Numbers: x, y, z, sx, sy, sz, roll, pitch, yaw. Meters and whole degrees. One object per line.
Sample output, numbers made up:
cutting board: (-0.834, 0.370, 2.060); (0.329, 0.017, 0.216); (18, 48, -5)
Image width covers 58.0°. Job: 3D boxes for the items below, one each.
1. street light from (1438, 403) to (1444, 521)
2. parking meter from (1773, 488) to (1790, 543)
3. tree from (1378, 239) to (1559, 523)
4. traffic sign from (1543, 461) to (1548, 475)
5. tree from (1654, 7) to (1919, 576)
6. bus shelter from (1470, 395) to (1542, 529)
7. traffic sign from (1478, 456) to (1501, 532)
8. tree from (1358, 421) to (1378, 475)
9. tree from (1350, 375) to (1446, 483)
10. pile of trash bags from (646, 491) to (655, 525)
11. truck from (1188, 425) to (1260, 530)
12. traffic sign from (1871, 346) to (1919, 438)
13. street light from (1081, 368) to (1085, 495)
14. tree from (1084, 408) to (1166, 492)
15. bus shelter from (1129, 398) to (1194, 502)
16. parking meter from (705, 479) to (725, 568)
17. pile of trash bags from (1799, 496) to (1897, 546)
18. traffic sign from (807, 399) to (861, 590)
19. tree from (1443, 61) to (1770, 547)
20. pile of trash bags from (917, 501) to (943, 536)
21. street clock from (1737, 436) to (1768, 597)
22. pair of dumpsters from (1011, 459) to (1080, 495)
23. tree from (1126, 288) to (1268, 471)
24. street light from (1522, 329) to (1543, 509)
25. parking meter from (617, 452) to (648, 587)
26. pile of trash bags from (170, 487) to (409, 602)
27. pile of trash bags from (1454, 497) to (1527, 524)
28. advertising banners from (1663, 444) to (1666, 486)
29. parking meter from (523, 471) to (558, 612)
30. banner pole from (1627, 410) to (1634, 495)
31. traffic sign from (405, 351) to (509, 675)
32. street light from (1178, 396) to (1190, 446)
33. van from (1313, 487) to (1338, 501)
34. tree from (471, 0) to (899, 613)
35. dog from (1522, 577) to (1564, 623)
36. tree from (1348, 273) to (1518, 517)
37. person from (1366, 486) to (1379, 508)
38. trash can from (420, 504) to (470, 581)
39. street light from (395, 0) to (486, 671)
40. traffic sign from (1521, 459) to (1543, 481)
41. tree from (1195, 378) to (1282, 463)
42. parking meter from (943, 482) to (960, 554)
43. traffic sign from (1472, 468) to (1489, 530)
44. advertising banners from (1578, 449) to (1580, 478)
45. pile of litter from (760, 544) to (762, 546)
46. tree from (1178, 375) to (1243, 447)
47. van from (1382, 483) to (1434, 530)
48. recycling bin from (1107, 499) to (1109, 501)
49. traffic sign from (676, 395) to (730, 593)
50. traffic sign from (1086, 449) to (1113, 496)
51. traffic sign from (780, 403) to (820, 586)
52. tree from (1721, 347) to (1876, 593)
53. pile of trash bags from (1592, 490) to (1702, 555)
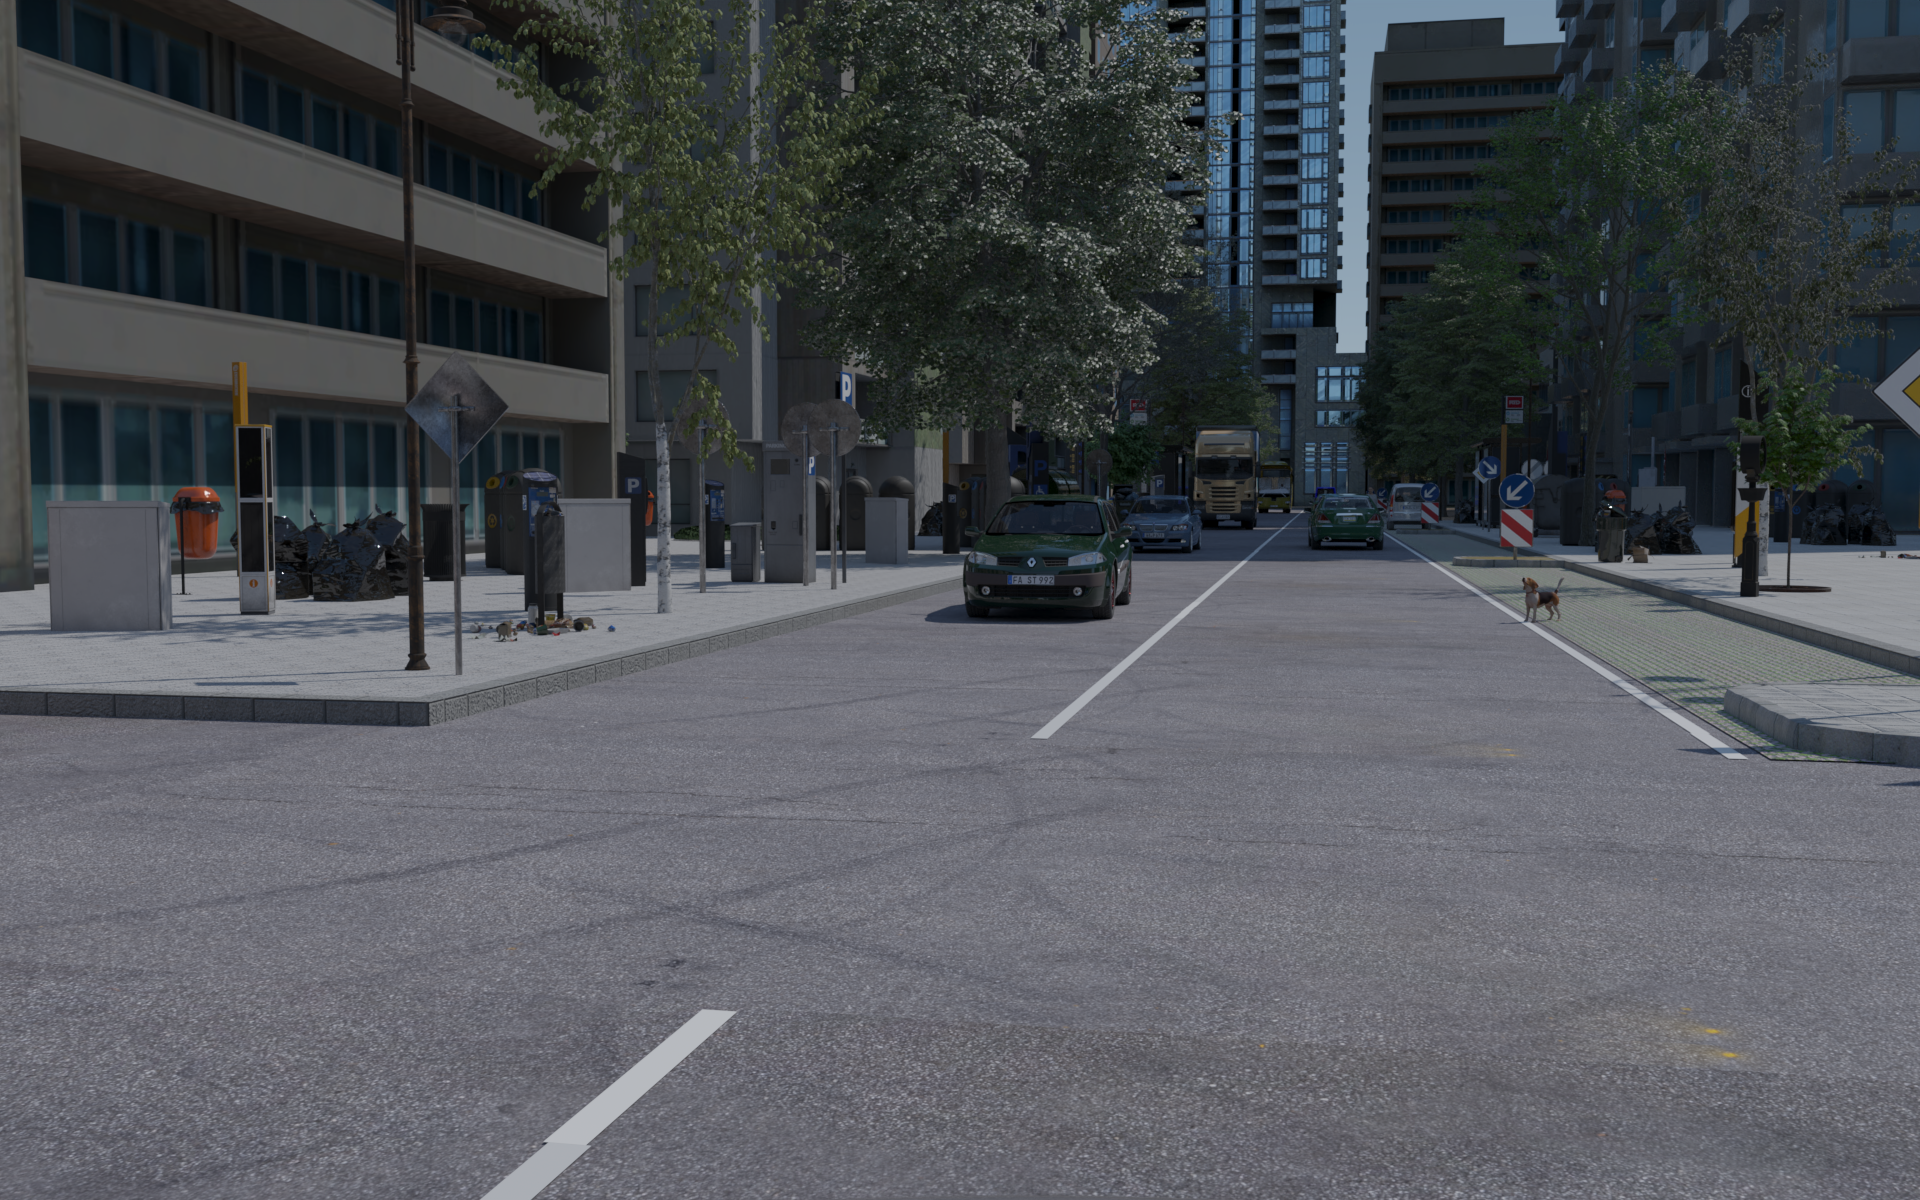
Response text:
street light: (23.078, -6.742, 83.017); (0.468, 5.910, 1.993); (1, 4, 12)
parking meter: (21.803, -2.296, 45.946); (0.372, 1.533, 0.369); (0, 3, 0)
tree: (22.827, -9.747, 77.490); (7.486, 12.596, 7.792); (0, 3, 0)
traffic sign: (21.101, -3.757, 61.531); (0.768, 2.556, 0.104); (1, 4, 12)
tree: (12.553, -4.663, 26.607); (4.360, 8.622, 3.978); (0, 3, 0)
bus shelter: (21.327, -5.542, 68.246); (2.179, 5.291, 8.768); (1, 4, 12)
traffic sign: (17.824, -3.559, 58.290); (0.768, 2.556, 0.104); (1, 4, 15)
tree: (37.512, -14.049, 147.830); (7.486, 12.596, 7.792); (0, 3, 0)
tree: (30.223, -11.101, 115.913); (8.767, 10.594, 7.601); (1, 4, 21)
pile of trash bags: (-9.678, -2.179, 45.372); (3.447, 1.369, 1.912); (-2, 4, -27)
truck: (11.306, -5.147, 73.068); (2.839, 4.237, 11.283); (1, 4, 11)
traffic sign: (5.789, -0.404, 10.246); (0.795, 2.450, 0.064); (1, 4, 12)
street light: (3.339, -4.539, 46.993); (0.468, 5.910, 1.993); (1, 4, 12)
tree: (6.223, -5.057, 66.393); (4.285, 4.588, 4.351); (0, 3, 0)
bus shelter: (8.720, -5.963, 75.131); (2.179, 5.291, 8.768); (1, 4, 12)
parking meter: (-4.263, -1.320, 29.994); (0.372, 1.533, 0.369); (0, 3, 0)
pile of trash bags: (23.026, -2.063, 43.490); (3.447, 1.369, 1.912); (2, 4, 24)
traffic sign: (-1.698, -1.413, 23.216); (0.768, 2.556, 0.104); (1, 4, 15)
tree: (15.564, -7.117, 42.111); (9.928, 11.665, 9.643); (0, 3, 0)
pile of trash bags: (0.134, -2.700, 53.900); (1.912, 1.369, 3.447); (2, 4, 25)
street clock: (9.872, -1.041, 21.596); (0.358, 2.002, 0.471); (2, 4, 35)
pair of dumpsters: (2.229, -2.732, 47.154); (1.574, 2.255, 4.437); (1, 4, 12)
tree: (13.028, -10.813, 94.926); (7.486, 12.596, 7.792); (0, 3, 0)
street light: (15.863, -4.614, 48.222); (0.468, 5.910, 1.993); (1, 4, 12)
parking meter: (-4.552, -1.125, 24.098); (0.399, 1.863, 0.255); (-1, 4, -21)
pile of trash bags: (-8.491, -0.738, 21.814); (3.447, 1.369, 1.912); (1, 4, 18)
pile of trash bags: (23.155, -3.996, 75.082); (3.447, 1.369, 1.912); (1, 4, 21)
advertising banners: (24.912, -3.978, 61.236); (0.090, 3.025, 2.074); (2, 4, 23)
parking meter: (-4.603, -0.649, 19.024); (0.372, 1.533, 0.369); (0, 3, 0)
banner pole: (19.917, -3.765, 51.567); (0.401, 3.779, 0.863); (2, 4, 28)
traffic sign: (-3.549, -0.524, 12.215); (0.795, 2.450, 0.064); (1, 4, 12)
street light: (10.489, -6.642, 81.390); (0.468, 5.910, 1.993); (1, 4, 12)
van: (32.681, -9.204, 154.866); (2.240, 2.365, 5.245); (1, 4, 12)
tree: (-2.944, -4.161, 18.401); (4.737, 8.622, 4.395); (0, 3, 0)
dog: (6.522, -0.006, 19.384); (0.406, 0.507, 0.540); (2, 4, 24)
tree: (27.112, -11.643, 97.015); (9.857, 13.997, 8.962); (0, 3, 0)
person: (14.512, -3.187, 61.354); (0.466, 1.731, 0.760); (-3, 5, -43)
trash can: (-7.633, -0.855, 25.638); (0.748, 1.137, 0.748); (0, 3, 0)
street light: (-3.965, -2.428, 12.478); (0.468, 5.910, 1.993); (1, 4, 12)
traffic sign: (20.959, -3.878, 63.504); (0.768, 2.556, 0.104); (1, 4, 13)
tree: (24.477, -13.899, 152.997); (9.928, 11.665, 9.643); (0, 3, 0)
parking meter: (-0.188, -1.756, 37.126); (0.372, 1.533, 0.369); (0, 3, 0)
traffic sign: (18.592, -3.690, 61.509); (0.795, 2.450, 0.064); (1, 4, 19)
advertising banners: (23.944, -4.337, 67.099); (0.090, 3.025, 2.074); (1, 4, 21)
pile of litter: (-4.203, -1.782, 43.099); (1.719, 0.858, 1.176); (-1, 4, -22)
tree: (16.012, -9.880, 111.895); (4.360, 8.622, 3.978); (0, 3, 0)
van: (17.931, -3.806, 69.242); (2.013, 2.044, 4.112); (1, 4, 13)
recycling bin: (7.528, -4.451, 85.321); (0.722, 1.027, 0.722); (-3, 5, -43)
traffic sign: (-3.331, -1.361, 22.354); (0.768, 2.556, 0.104); (1, 4, 16)
traffic sign: (3.905, -2.976, 48.763); (0.768, 2.556, 0.104); (1, 4, 19)
traffic sign: (-2.154, -1.470, 24.134); (0.768, 2.556, 0.104); (1, 4, 17)
tree: (11.018, -1.740, 23.058); (1.663, 3.219, 1.824); (0, 3, 0)
pile of trash bags: (14.860, -1.734, 38.110); (1.912, 1.369, 3.447); (0, 4, 1)
